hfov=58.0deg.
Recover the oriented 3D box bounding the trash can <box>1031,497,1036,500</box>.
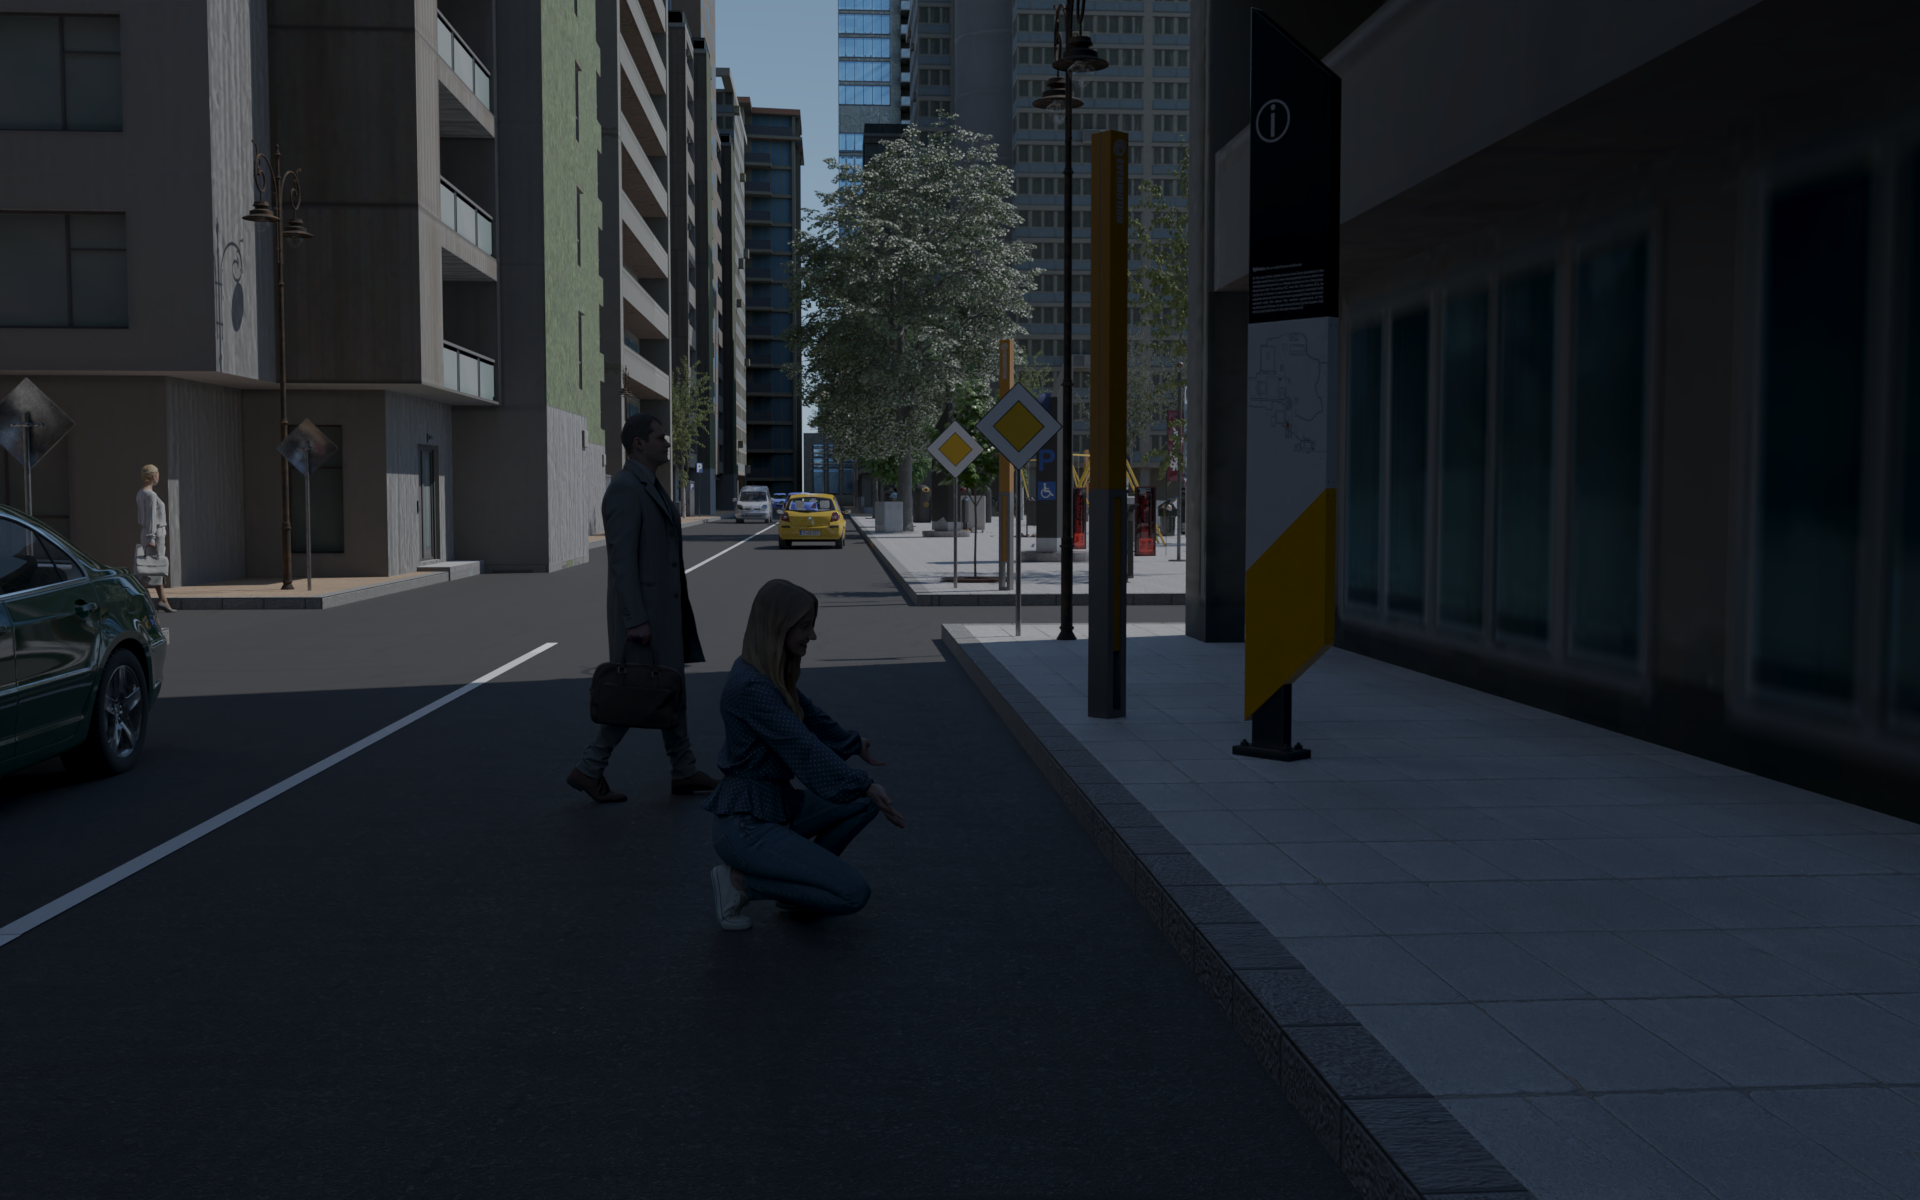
[{"bbox_3d":[4.131,-5.256,97.589,0.748,1.137,0.748,0,3,0],"label":"trash can"}]

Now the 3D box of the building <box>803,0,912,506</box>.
[{"bbox_3d":[-1.822,-53.783,192.015,31.000,86.520,22.319,0,4,-4],"label":"building"}]

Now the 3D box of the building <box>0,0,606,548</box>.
[{"bbox_3d":[-18.442,-22.402,49.870,14.154,41.232,14.086,0,4,-4],"label":"building"}]

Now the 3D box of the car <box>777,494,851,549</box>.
[{"bbox_3d":[-3.951,-2.222,46.549,2.015,1.641,3.980,0,4,-3],"label":"car"}]

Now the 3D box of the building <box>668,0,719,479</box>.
[{"bbox_3d":[-23.961,-28.603,117.776,14.600,45.320,14.200,0,4,-4],"label":"building"}]

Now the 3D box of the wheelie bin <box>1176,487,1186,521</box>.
[{"bbox_3d":[10.172,-4.271,77.734,0.980,1.594,0.693,1,4,9],"label":"wheelie bin"}]

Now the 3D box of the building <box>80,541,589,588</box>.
[{"bbox_3d":[-14.354,-21.069,28.067,14.154,41.232,14.086,0,4,-4],"label":"building"}]

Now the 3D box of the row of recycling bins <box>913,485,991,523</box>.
[{"bbox_3d":[-0.355,-4.288,77.214,3.534,1.692,1.069,0,4,2],"label":"row of recycling bins"}]

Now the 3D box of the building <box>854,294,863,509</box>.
[{"bbox_3d":[4.135,-19.312,160.793,27.650,21.520,28.899,0,4,-4],"label":"building"}]

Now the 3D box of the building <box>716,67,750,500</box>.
[{"bbox_3d":[-31.261,-28.364,155.632,23.993,40.220,32.217,0,4,-4],"label":"building"}]

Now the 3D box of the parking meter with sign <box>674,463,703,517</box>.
[{"bbox_3d":[-15.310,-6.183,97.360,1.738,3.016,0.543,2,4,32],"label":"parking meter with sign"}]

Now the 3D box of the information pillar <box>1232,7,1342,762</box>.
[{"bbox_3d":[1.578,-1.036,8.297,0.183,3.616,0.504,-3,5,-42],"label":"information pillar"}]

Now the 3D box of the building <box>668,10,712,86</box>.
[{"bbox_3d":[-22.357,-20.335,104.182,14.160,30.474,14.107,0,4,-4],"label":"building"}]

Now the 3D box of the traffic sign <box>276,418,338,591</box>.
[{"bbox_3d":[-8.638,-1.180,22.942,0.795,2.450,0.064,0,4,-4],"label":"traffic sign"}]

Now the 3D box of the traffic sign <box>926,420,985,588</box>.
[{"bbox_3d":[-0.065,-1.218,23.553,0.795,2.450,0.064,0,4,-4],"label":"traffic sign"}]

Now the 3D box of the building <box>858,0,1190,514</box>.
[{"bbox_3d":[9.119,-26.185,120.001,32.217,40.220,23.993,0,4,-4],"label":"building"}]

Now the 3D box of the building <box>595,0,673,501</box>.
[{"bbox_3d":[-24.405,-27.607,75.073,21.300,48.544,21.600,0,4,-4],"label":"building"}]

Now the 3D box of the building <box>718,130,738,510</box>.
[{"bbox_3d":[-24.578,-22.063,132.434,14.160,30.474,14.107,0,4,-4],"label":"building"}]

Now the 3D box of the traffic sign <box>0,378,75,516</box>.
[{"bbox_3d":[-8.050,-0.693,14.979,0.795,2.450,0.064,0,4,-4],"label":"traffic sign"}]

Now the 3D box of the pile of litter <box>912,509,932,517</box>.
[{"bbox_3d":[-1.845,-5.166,98.429,1.719,0.858,1.176,3,4,36],"label":"pile of litter"}]

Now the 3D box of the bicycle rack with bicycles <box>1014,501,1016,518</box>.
[{"bbox_3d":[3.381,-4.834,92.415,2.852,0.926,2.925,2,4,30],"label":"bicycle rack with bicycles"}]

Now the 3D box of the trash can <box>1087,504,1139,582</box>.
[{"bbox_3d":[2.227,-0.829,25.206,0.748,1.137,0.748,0,3,0],"label":"trash can"}]

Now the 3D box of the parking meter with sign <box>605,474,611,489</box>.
[{"bbox_3d":[-13.192,-4.137,63.907,0.543,3.016,1.738,1,4,19],"label":"parking meter with sign"}]

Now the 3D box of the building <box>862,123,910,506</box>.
[{"bbox_3d":[-0.783,-22.443,138.636,14.160,30.474,14.107,0,4,-4],"label":"building"}]

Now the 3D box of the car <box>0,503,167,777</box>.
[{"bbox_3d":[-5.084,0.265,7.459,2.131,1.459,4.920,0,4,-4],"label":"car"}]

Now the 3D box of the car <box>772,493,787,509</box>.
[{"bbox_3d":[-16.820,-9.296,161.581,1.945,1.707,3.694,0,4,-4],"label":"car"}]

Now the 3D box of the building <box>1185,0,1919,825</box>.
[{"bbox_3d":[13.444,-23.298,4.625,21.300,48.544,21.600,0,4,-4],"label":"building"}]

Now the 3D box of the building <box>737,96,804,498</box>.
[{"bbox_3d":[-31.626,-32.771,190.431,28.867,44.769,22.147,0,4,-4],"label":"building"}]

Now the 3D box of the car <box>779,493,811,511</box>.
[{"bbox_3d":[-7.652,-4.470,82.668,1.945,1.707,3.694,0,4,-6],"label":"car"}]

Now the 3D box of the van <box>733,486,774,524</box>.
[{"bbox_3d":[-10.148,-4.791,85.338,2.013,2.044,4.112,0,4,-4],"label":"van"}]

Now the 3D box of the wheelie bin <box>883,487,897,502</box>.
[{"bbox_3d":[-3.153,-4.451,80.678,0.980,1.594,0.693,3,5,43],"label":"wheelie bin"}]

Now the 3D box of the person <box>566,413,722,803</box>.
[{"bbox_3d":[-1.452,0.029,8.131,0.767,1.812,0.694,0,4,-1],"label":"person"}]

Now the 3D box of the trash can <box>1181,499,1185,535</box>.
[{"bbox_3d":[7.204,-2.630,54.648,0.748,1.137,0.748,0,3,0],"label":"trash can"}]

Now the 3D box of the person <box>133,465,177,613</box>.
[{"bbox_3d":[-9.698,-0.723,20.672,0.624,1.780,0.694,-2,4,-29],"label":"person"}]

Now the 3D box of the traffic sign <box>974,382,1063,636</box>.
[{"bbox_3d":[0.523,-0.731,15.589,0.795,2.450,0.064,0,4,-4],"label":"traffic sign"}]
